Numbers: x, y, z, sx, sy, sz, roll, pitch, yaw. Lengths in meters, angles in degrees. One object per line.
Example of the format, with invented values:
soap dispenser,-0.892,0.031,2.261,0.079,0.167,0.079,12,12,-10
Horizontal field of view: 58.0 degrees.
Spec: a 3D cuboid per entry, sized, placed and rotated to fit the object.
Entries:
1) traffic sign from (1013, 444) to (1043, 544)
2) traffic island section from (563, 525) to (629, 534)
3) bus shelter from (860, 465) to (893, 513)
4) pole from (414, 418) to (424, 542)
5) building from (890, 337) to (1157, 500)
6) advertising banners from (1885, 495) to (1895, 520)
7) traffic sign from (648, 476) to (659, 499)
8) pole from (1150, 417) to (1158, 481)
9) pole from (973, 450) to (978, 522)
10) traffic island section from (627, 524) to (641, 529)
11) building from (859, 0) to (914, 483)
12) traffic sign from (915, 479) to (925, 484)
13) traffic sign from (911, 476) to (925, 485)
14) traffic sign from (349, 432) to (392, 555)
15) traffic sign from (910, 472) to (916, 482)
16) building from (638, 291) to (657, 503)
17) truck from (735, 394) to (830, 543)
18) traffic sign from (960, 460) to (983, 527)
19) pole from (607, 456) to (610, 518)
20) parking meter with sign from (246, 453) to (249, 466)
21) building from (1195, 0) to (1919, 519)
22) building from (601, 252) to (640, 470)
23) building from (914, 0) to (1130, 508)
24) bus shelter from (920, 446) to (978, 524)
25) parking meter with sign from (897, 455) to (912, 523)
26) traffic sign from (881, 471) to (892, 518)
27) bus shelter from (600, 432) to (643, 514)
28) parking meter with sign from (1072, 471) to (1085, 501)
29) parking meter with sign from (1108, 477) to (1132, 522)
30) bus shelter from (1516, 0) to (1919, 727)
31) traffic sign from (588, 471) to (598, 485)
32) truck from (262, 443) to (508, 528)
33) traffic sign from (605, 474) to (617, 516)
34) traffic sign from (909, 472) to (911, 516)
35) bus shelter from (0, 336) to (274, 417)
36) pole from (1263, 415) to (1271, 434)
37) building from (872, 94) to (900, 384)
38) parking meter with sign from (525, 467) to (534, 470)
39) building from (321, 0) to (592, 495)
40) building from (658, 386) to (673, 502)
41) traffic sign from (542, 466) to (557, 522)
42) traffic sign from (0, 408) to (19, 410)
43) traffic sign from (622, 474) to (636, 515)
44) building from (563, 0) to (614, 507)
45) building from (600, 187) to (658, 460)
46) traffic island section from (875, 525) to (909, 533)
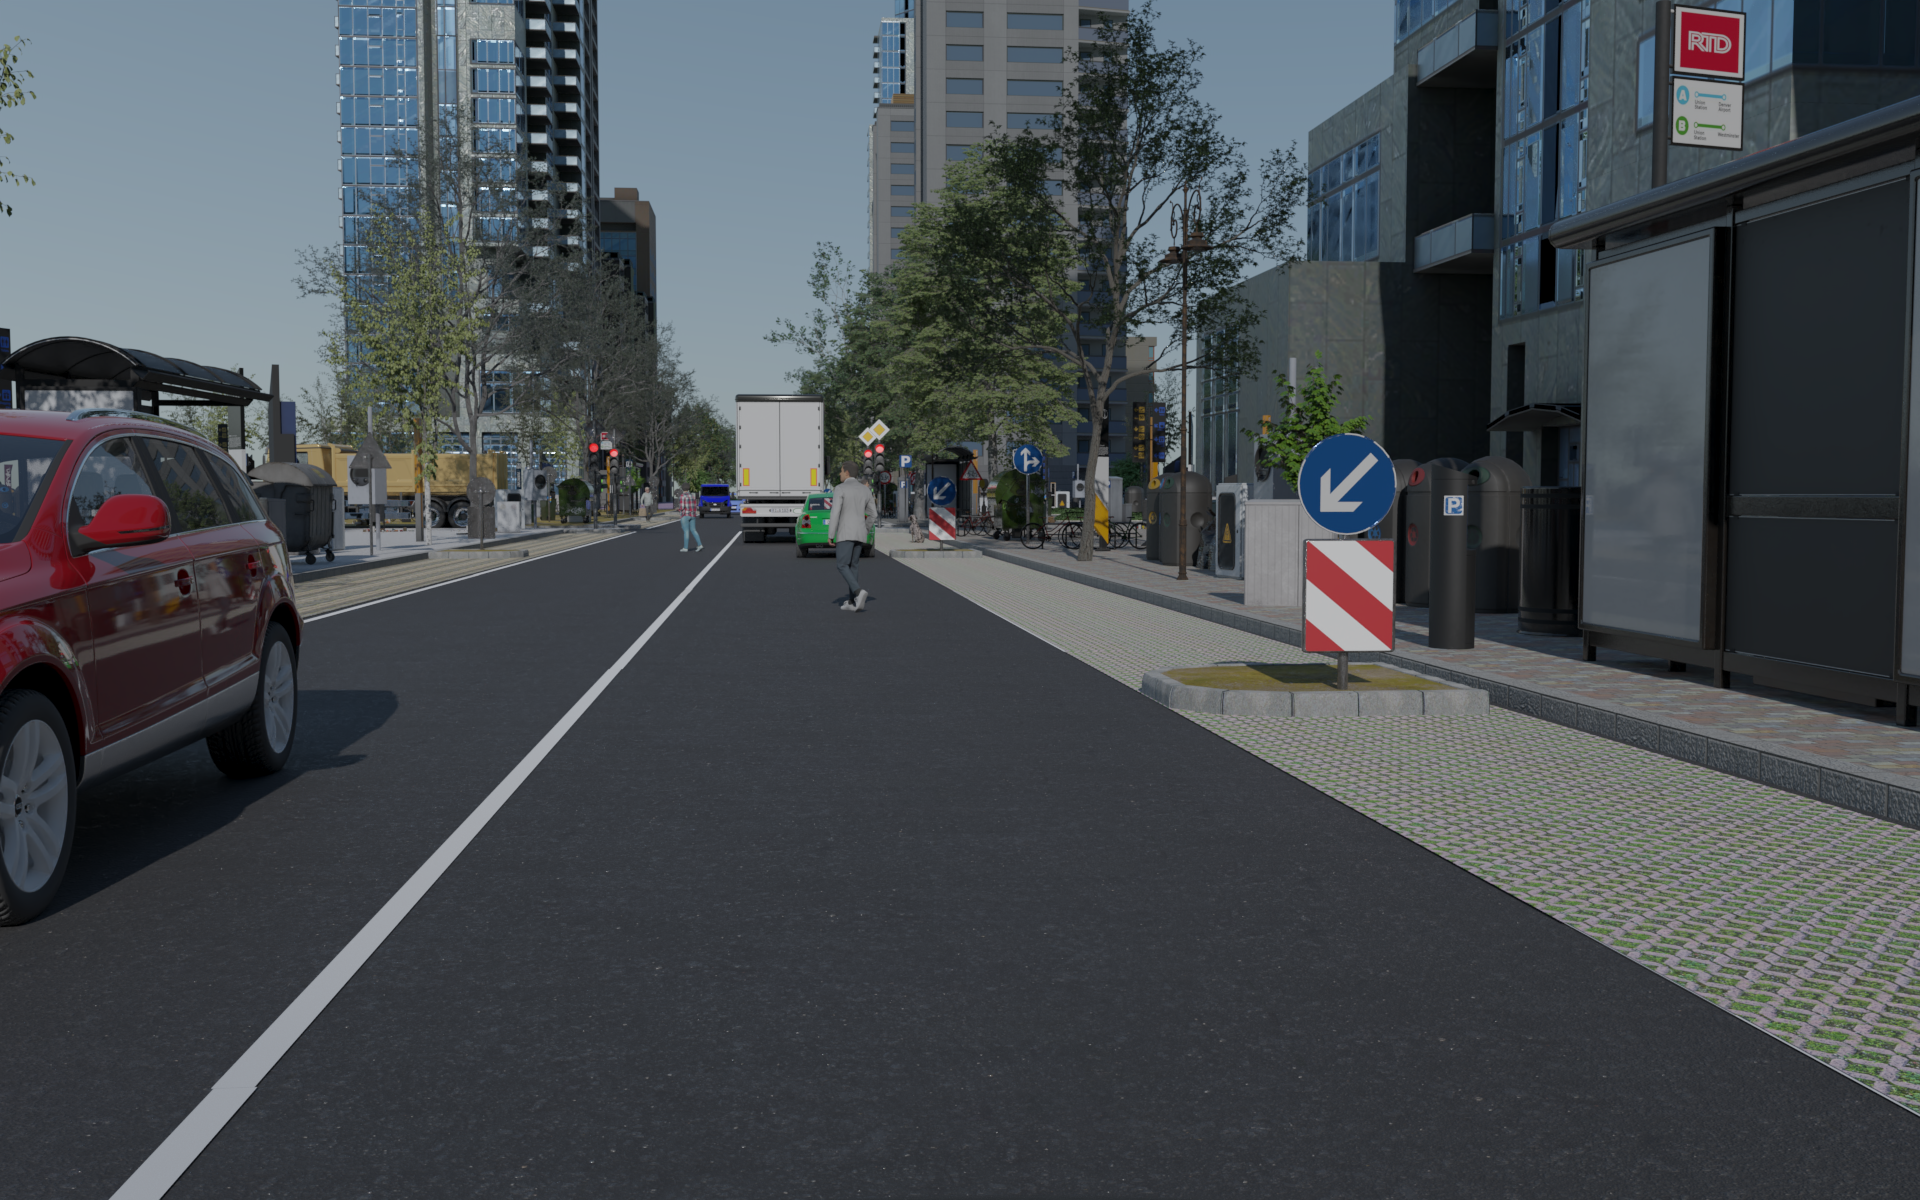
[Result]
traffic sign,1.749,-2.718,44.550,0.768,2.556,0.104,0,4,3
traffic island section,-13.490,-2.553,64.026,2.009,0.180,2.903,0,4,-6
bus shelter,-5.772,-7.691,119.678,2.014,3.302,5.546,0,4,-6
pole,-14.568,-3.228,46.627,0.158,3.312,0.155,0,3,0
building,6.329,-21.914,203.336,27.650,21.520,28.899,0,4,-6
advertising banners,8.200,-1.106,14.266,0.090,3.025,2.074,0,4,-3
traffic sign,-21.640,-7.479,122.394,0.768,2.556,0.104,0,4,2
pole,5.139,-3.187,45.950,0.158,3.312,0.155,0,3,0
pole,0.710,-5.255,79.755,0.158,3.312,0.155,0,3,0
traffic island section,-14.338,-3.039,71.966,2.009,0.180,2.903,0,4,-6
building,-6.690,-59.865,291.470,22.319,86.520,31.000,0,4,-6
traffic sign,-2.160,-5.951,97.397,0.768,2.556,0.104,0,4,-1
traffic sign,-2.439,-6.096,99.669,0.884,2.594,0.081,0,4,-1
traffic sign,-12.341,-2.218,36.260,0.884,2.594,0.081,0,4,-3
traffic sign,-2.530,-6.132,100.357,0.768,2.556,0.104,0,4,-1
building,-50.033,-28.804,242.647,14.160,30.474,14.107,0,4,-6
truck,-5.481,-3.993,54.200,2.839,4.237,11.283,0,4,-4
traffic sign,0.424,-4.011,65.579,0.884,2.594,0.081,0,4,3
pole,-19.041,-6.115,93.822,0.158,3.312,0.155,0,3,0
parking meter with sign,-31.121,-4.724,73.491,0.543,3.016,1.738,3,4,37
building,20.684,-44.591,41.728,22.319,86.520,31.000,0,4,-6
building,-45.880,-26.426,203.762,14.160,30.474,14.107,0,4,-6
building,5.909,-38.624,173.498,21.231,58.520,28.212,0,4,-6
bus shelter,-0.515,-5.003,75.715,2.014,3.302,5.546,0,4,-6
parking meter with sign,-2.569,-5.028,78.475,0.543,3.016,1.738,-1,4,-9
traffic sign,-4.012,-5.646,92.414,0.768,2.556,0.104,0,4,2
bus shelter,-22.366,-8.369,114.467,2.179,5.291,8.768,0,4,-6
parking meter with sign,9.560,-8.392,133.462,1.738,3.016,0.543,-1,4,-15
parking meter with sign,6.726,-4.844,75.462,1.738,3.016,0.543,-3,4,-37
bus shelter,5.741,-2.092,11.830,2.179,5.291,8.768,0,4,-6
traffic sign,-20.005,-5.798,94.909,0.768,2.556,0.104,0,4,0
truck,-22.770,-4.372,67.399,9.791,3.379,3.469,0,4,-4
traffic sign,-20.091,-6.102,99.866,0.768,2.556,0.104,0,4,2
traffic sign,-2.912,-6.215,101.617,0.884,2.594,0.081,0,4,-2
bus shelter,-11.708,-1.900,24.985,2.014,3.302,5.546,0,4,-6
pole,7.946,-3.126,44.959,0.158,3.312,0.155,0,3,0
building,-2.669,-44.060,262.376,21.231,58.520,28.212,0,4,-6
parking meter with sign,-27.492,-7.070,111.848,0.543,3.016,1.738,0,4,5
building,-44.997,-51.724,158.355,22.319,86.520,31.000,0,4,-6
building,-60.926,-26.484,278.051,27.650,21.520,28.899,0,4,-6
traffic sign,-18.852,-4.852,79.437,0.768,2.556,0.104,0,4,2
traffic sign,-11.498,-1.133,20.648,0.606,2.300,0.079,0,4,-6
traffic sign,-20.261,-6.492,106.148,0.884,2.594,0.081,0,4,-5
building,-47.069,-45.671,184.967,20.563,71.187,20.611,0,4,-6
building,-52.240,-37.068,256.166,14.600,45.320,14.200,0,4,-6
traffic island section,-3.007,-2.621,65.137,2.009,0.180,2.903,0,4,-6
